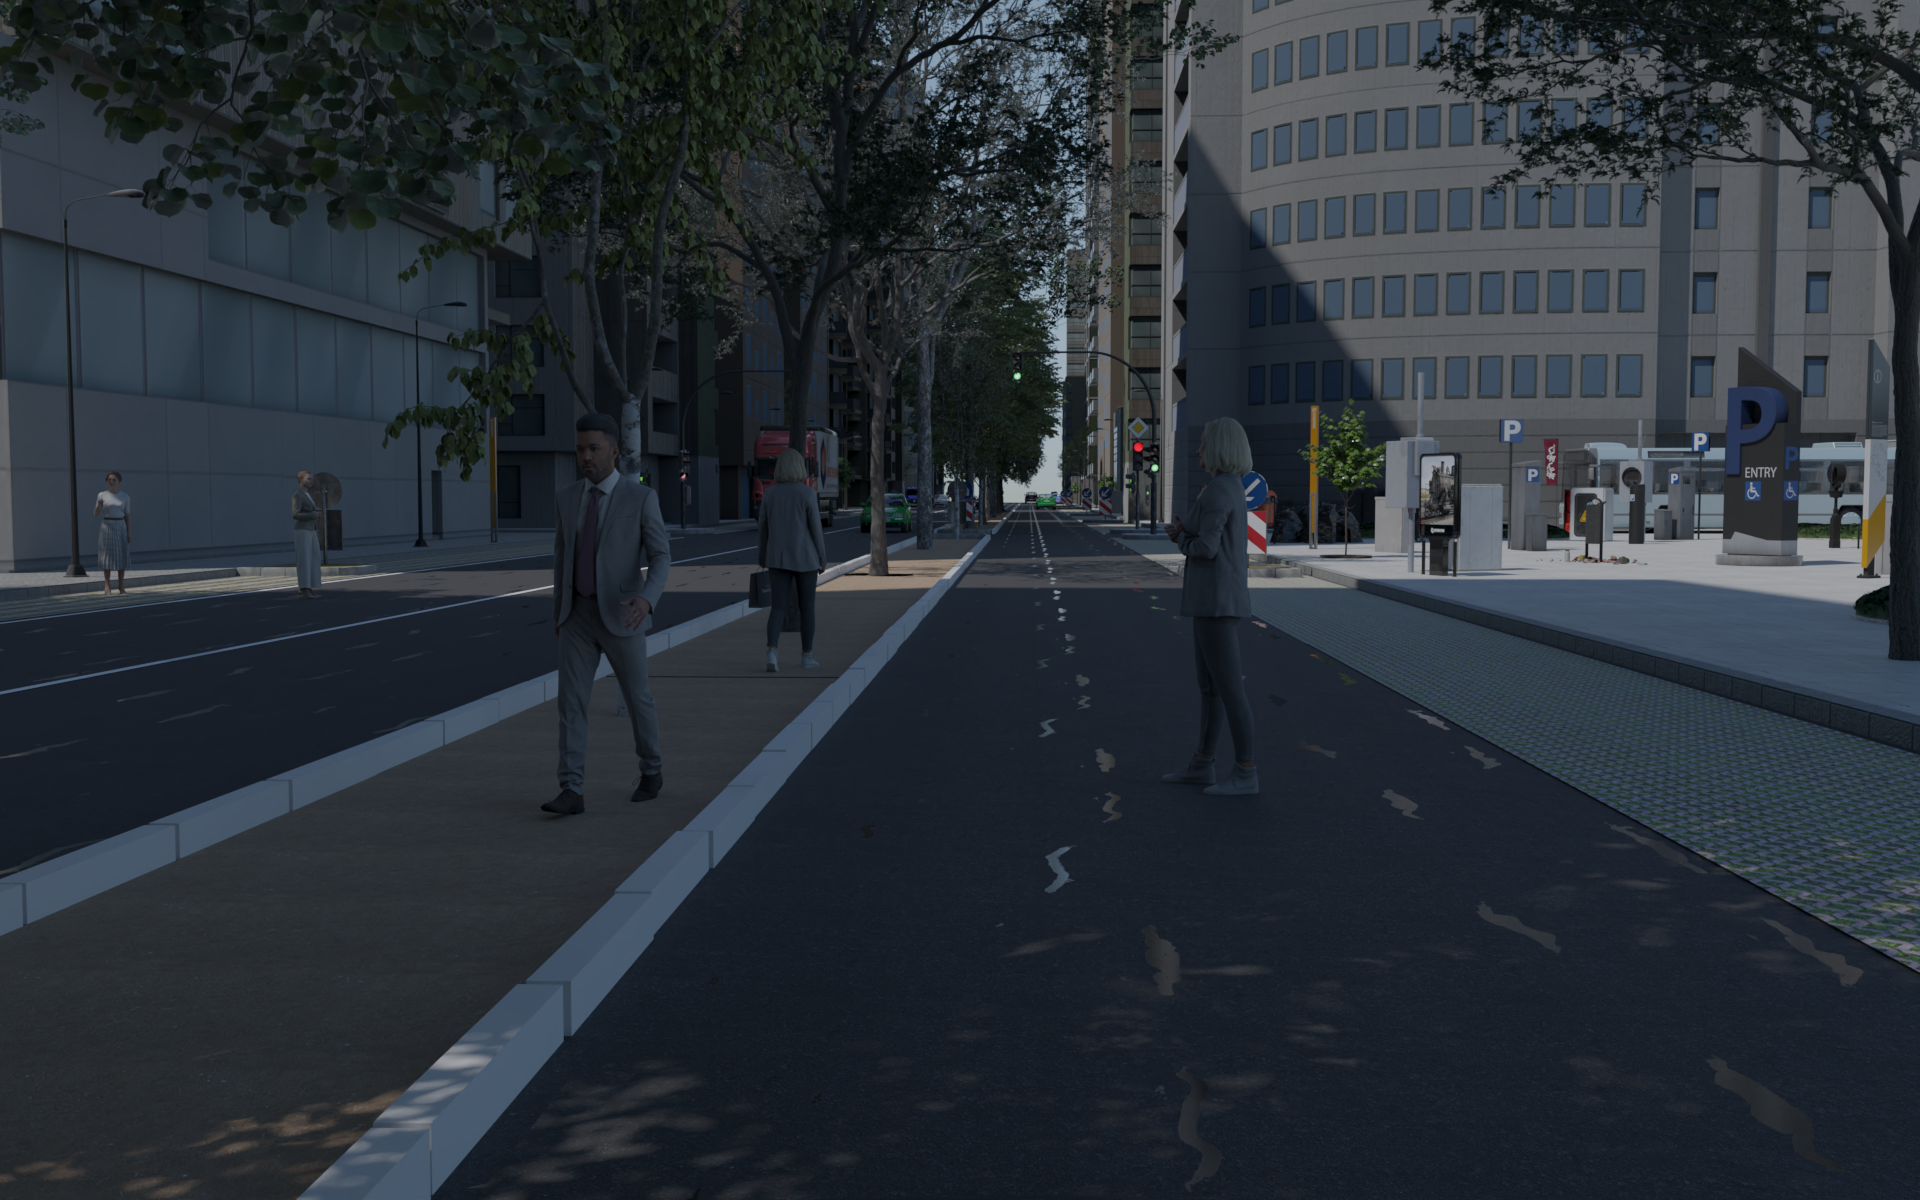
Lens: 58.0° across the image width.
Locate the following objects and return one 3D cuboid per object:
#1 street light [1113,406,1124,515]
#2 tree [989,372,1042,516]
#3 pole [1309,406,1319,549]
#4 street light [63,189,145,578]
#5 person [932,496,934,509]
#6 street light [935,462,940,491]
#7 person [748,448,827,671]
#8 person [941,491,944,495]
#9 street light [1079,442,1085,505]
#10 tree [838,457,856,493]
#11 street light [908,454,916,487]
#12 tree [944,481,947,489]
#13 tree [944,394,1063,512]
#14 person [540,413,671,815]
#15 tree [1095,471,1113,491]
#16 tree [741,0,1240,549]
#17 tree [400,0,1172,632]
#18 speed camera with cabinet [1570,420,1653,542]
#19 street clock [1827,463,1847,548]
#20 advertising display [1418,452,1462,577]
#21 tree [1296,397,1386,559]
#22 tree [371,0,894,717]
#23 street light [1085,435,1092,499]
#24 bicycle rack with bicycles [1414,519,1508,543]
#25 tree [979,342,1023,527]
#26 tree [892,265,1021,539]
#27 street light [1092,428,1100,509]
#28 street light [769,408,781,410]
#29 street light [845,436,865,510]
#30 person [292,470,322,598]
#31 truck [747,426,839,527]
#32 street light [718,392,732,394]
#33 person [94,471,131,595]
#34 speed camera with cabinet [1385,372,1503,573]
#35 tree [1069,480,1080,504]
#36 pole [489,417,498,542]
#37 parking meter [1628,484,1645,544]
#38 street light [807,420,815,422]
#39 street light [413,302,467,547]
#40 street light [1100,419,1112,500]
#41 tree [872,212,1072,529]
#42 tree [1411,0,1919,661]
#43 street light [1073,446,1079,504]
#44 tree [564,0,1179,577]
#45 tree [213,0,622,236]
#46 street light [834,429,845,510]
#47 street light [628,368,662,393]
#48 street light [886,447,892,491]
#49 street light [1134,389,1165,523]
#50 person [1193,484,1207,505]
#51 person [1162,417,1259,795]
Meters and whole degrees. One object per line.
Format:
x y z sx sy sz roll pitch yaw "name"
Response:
9.030 -7.293 91.786 1.470 5.913 1.316 0 4 2 "street light"
2.037 -11.378 114.237 9.928 11.665 9.643 0 3 0 "tree"
8.218 -2.834 40.182 0.158 3.312 0.155 0 3 0 "pole"
-13.128 -3.305 26.579 1.470 5.913 1.316 0 4 2 "street light"
-2.655 -9.166 161.547 0.628 1.438 0.799 -3 5 -43 "person"
-3.509 -18.109 268.621 1.470 5.913 1.316 0 4 2 "street light"
-1.444 -0.328 14.047 0.709 1.800 0.728 1 4 18 "person"
-2.531 -14.638 247.906 1.350 1.814 0.705 1 4 22 "person"
11.588 -11.088 153.823 1.470 5.913 1.316 0 4 2 "street light"
-10.253 -9.293 135.662 4.285 4.588 4.351 0 3 0 "tree"
-6.180 -13.940 200.452 1.470 5.913 1.316 0 4 2 "street light"
-3.949 -19.244 298.357 4.285 4.588 4.351 0 3 0 "tree"
3.156 -13.119 133.964 9.611 12.733 9.660 0 3 0 "tree"
-1.592 0.058 7.829 0.678 1.792 0.850 1 4 15 "person"
11.769 -8.901 140.140 1.663 3.219 1.824 0 3 0 "tree"
0.269 -11.304 43.159 12.611 20.169 13.585 0 3 0 "tree"
-1.781 -4.920 17.307 8.767 10.594 7.601 0 4 2 "tree"
17.516 -3.196 46.590 0.660 3.252 2.038 -3 5 -44 "speed camera with cabinet"
20.732 -2.228 40.995 0.358 2.002 0.471 0 4 -1 "street clock"
7.529 -1.344 27.186 0.123 1.923 0.974 -1 4 -19 "advertising display"
7.860 -2.450 34.656 1.663 3.219 1.824 0 3 0 "tree"
-2.163 -3.566 11.119 4.737 8.622 4.395 0 3 0 "tree"
10.868 -10.066 137.116 1.470 5.913 1.316 0 4 2 "street light"
13.236 -2.002 46.115 2.925 0.926 2.852 -2 4 -26 "bicycle rack with bicycles"
0.864 -7.410 73.979 4.737 8.622 4.395 0 3 0 "tree"
-0.086 -6.202 54.229 4.360 8.622 3.978 0 3 0 "tree"
10.251 -9.133 121.873 1.470 5.913 1.316 0 4 2 "street light"
-10.346 -7.401 93.555 1.470 5.913 1.316 0 4 2 "street light"
-8.630 -10.251 140.141 1.470 5.913 1.316 0 4 2 "street light"
-8.935 -0.899 23.755 0.362 1.759 0.519 0 4 -1 "person"
-6.889 -5.154 73.174 2.839 4.237 11.283 0 4 2 "truck"
-11.013 -6.489 78.629 1.470 5.913 1.316 0 4 2 "street light"
-11.958 -0.942 24.473 0.480 1.755 0.524 -3 4 -37 "person"
8.046 -2.104 28.734 2.038 3.252 0.660 -2 4 -25 "speed camera with cabinet"
15.400 -14.442 230.721 1.663 3.219 1.824 0 3 0 "tree"
-12.382 -3.188 45.960 0.158 3.312 0.155 0 3 0 "pole"
17.355 -2.201 44.403 0.372 1.533 0.369 0 3 0 "parking meter"
-9.764 -8.315 108.485 1.470 5.913 1.316 0 4 2 "street light"
-12.582 -4.245 41.947 1.470 5.913 1.316 0 4 2 "street light"
9.572 -8.221 106.947 1.470 5.913 1.316 0 4 2 "street light"
0.485 -8.996 67.669 7.486 12.596 7.792 0 3 0 "tree"
7.009 -4.815 13.139 7.601 10.594 8.767 0 4 -1 "tree"
12.061 -12.001 168.757 1.470 5.913 1.316 0 4 2 "street light"
-1.441 -7.161 29.912 12.009 13.543 11.850 0 3 0 "tree"
-2.549 -5.747 3.077 9.857 13.997 8.962 0 3 0 "tree"
-9.203 -9.235 123.532 1.470 5.913 1.316 0 4 2 "street light"
-11.617 -5.575 63.700 1.470 5.913 1.316 0 4 2 "street light"
-7.391 -12.077 169.997 1.470 5.913 1.316 0 4 2 "street light"
8.402 -6.380 76.858 1.470 5.913 1.316 0 4 2 "street light"
6.351 -2.190 45.307 0.522 1.701 0.512 2 4 24 "person"
1.179 0.022 8.328 0.526 1.800 0.537 1 4 23 "person"
